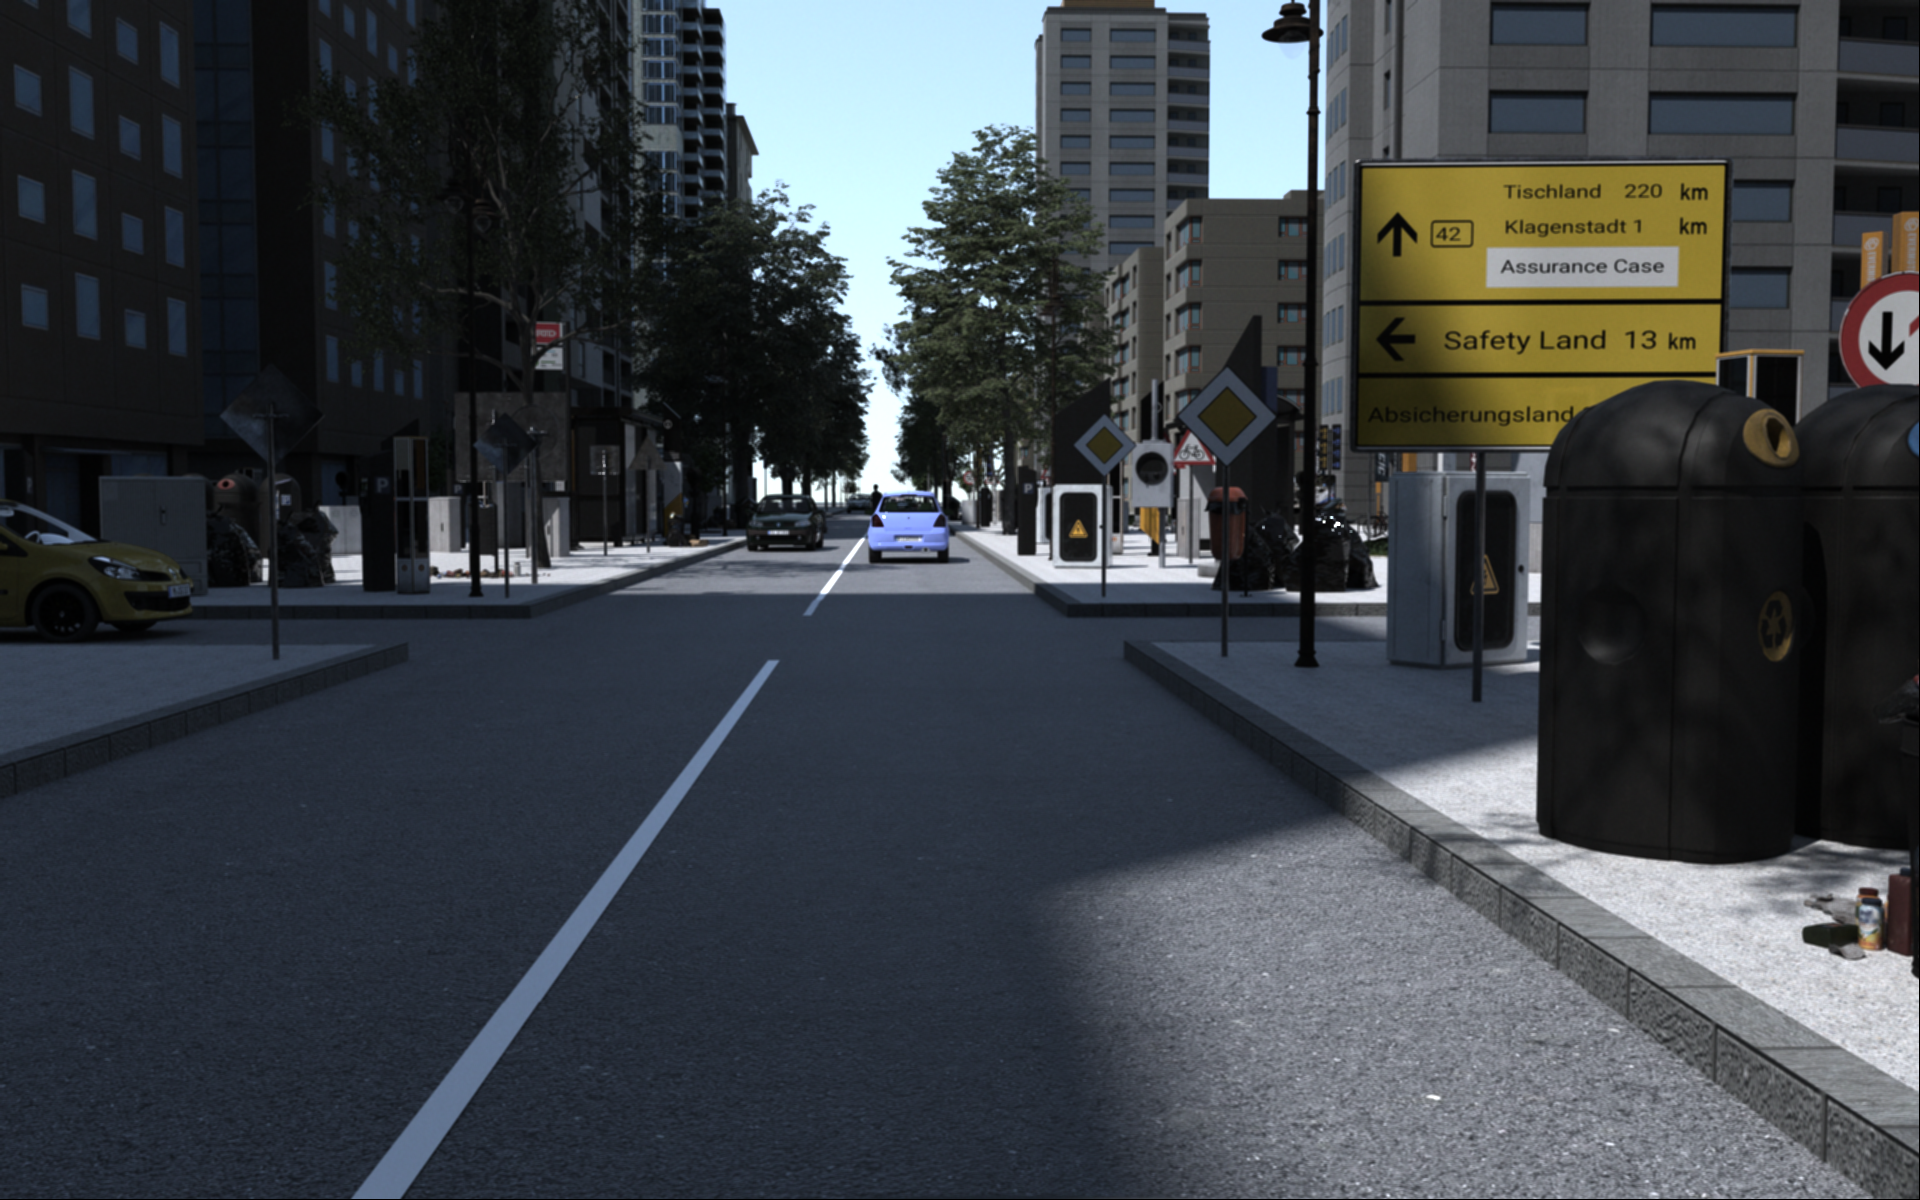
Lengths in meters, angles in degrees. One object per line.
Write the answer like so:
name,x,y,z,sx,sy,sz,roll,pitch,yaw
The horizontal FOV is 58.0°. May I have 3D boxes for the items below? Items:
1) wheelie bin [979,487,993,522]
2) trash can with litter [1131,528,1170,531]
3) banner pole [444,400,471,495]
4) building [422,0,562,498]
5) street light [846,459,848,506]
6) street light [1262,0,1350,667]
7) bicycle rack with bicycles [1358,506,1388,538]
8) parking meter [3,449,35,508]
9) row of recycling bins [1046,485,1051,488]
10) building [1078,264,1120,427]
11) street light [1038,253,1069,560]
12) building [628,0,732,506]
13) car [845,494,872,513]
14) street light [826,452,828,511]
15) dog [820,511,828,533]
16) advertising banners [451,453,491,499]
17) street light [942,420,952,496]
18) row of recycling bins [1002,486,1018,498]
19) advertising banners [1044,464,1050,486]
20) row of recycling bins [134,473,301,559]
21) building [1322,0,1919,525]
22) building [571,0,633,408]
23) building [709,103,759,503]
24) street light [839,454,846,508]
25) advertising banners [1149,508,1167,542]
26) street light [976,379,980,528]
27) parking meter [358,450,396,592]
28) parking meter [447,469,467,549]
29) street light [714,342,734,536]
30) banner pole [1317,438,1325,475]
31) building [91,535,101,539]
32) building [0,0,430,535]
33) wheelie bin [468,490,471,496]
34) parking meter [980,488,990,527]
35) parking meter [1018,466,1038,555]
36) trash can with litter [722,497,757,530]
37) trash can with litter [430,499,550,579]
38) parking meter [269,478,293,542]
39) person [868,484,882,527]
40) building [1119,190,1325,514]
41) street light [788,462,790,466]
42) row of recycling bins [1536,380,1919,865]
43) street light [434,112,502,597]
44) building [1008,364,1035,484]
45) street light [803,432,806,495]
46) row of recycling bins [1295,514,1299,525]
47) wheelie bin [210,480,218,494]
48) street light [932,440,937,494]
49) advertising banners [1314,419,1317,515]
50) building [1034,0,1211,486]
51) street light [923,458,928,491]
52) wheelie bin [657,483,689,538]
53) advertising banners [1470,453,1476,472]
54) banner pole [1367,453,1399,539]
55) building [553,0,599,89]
wheelie bin,1.216,-4.382,79.550,0.693,1.594,0.980,1,4,14
trash can with litter,6.894,-3.066,61.191,1.678,1.210,2.233,1,4,21
banner pole,-13.424,-3.429,46.077,0.863,3.779,0.401,1,4,12
building,-28.461,-19.269,86.750,14.160,30.474,14.107,0,4,-2
street light,-11.862,-12.743,181.138,0.468,5.910,1.993,0,4,-2
street light,2.583,-2.443,12.724,0.468,5.910,1.993,0,4,-2
bicycle rack with bicycles,13.241,-2.354,51.865,2.925,0.926,2.852,0,4,-2
parking meter,-12.320,-1.040,22.713,0.255,1.863,0.399,-1,4,-11
row of recycling bins,3.868,-4.588,82.120,1.069,1.692,3.534,1,4,15
building,25.169,-18.359,145.208,27.650,21.520,28.899,0,4,-2
street light,1.803,-3.712,33.474,0.468,5.910,1.993,0,4,-2
building,-38.238,-54.671,206.549,22.319,86.520,31.000,0,4,-2
car,-7.618,-7.290,130.986,2.131,1.459,4.920,0,4,-2
street light,-9.979,-9.587,129.541,0.468,5.910,1.993,0,4,-2
dog,-5.121,-2.860,63.595,0.513,0.831,0.800,2,4,30
advertising banners,-20.773,-4.772,74.212,2.074,3.025,0.090,0,4,3
street light,-0.943,-8.400,110.121,0.468,5.910,1.993,0,4,-2
row of recycling bins,2.368,-4.175,75.378,1.069,1.692,3.534,0,4,-4
advertising banners,4.059,-5.815,91.268,0.090,3.025,2.074,-3,5,-40
row of recycling bins,-14.989,-1.691,34.763,3.534,1.692,1.069,0,4,0
building,26.516,-32.496,73.307,21.231,58.520,28.212,0,4,-2
building,-33.983,-42.435,132.072,20.563,71.187,20.611,0,4,-2
building,-42.650,-39.631,237.199,28.713,52.752,27.495,0,4,-2
street light,-11.063,-11.505,160.893,0.468,5.910,1.993,0,4,-2
advertising banners,5.134,-3.019,45.553,0.090,3.025,2.074,-1,4,-8
street light,0.677,-5.621,64.693,0.468,5.910,1.993,0,4,-2
parking meter,-7.674,-1.046,22.806,0.255,1.863,0.399,3,5,42
parking meter,-11.855,-2.146,40.806,0.399,1.863,0.255,-3,4,-37
street light,-7.179,-4.889,52.726,0.468,5.910,1.993,0,4,-2
banner pole,13.886,-4.754,67.743,0.863,3.779,0.401,2,4,27
building,-28.677,-23.968,41.989,14.600,45.320,14.200,0,4,-2
building,-28.856,-25.324,64.155,14.600,45.320,14.200,0,4,-2
wheelie bin,-18.534,-3.584,66.500,0.693,1.594,0.980,-1,4,-21
parking meter,0.987,-3.629,67.749,0.372,1.533,0.369,0,3,0
parking meter,1.418,-1.868,36.253,0.399,1.863,0.255,-1,4,-8
trash can with litter,-8.030,-3.133,62.618,0.624,1.170,1.055,3,5,44
trash can with litter,-7.674,-0.977,27.038,2.233,1.210,1.678,2,4,25
parking meter,-10.930,-1.192,27.898,0.372,1.533,0.369,0,3,0
person,-3.634,-4.017,73.963,0.659,1.850,0.755,-3,4,-38
building,26.521,-16.597,116.393,27.650,21.520,28.899,0,4,-2
street light,-8.370,-6.850,84.793,0.468,5.910,1.993,0,4,-2
row of recycling bins,3.929,0.034,6.564,3.534,1.692,1.069,0,4,-6
street light,-6.058,-2.980,21.506,0.468,5.910,1.993,0,4,-2
building,21.415,-24.324,242.734,27.650,21.520,28.899,0,4,-2
street light,-8.818,-7.659,98.014,0.468,5.910,1.993,0,4,-2
row of recycling bins,13.791,-3.976,72.119,3.534,1.692,1.069,3,5,42
wheelie bin,-17.163,-1.945,39.714,0.693,1.594,0.980,0,4,8
street light,-2.055,-10.309,141.341,0.468,5.910,1.993,0,4,-2
advertising banners,8.150,-2.671,39.857,0.090,3.025,2.074,1,4,15
building,19.718,-41.041,213.021,21.231,58.520,28.212,0,4,-2
street light,-4.055,-13.459,192.839,0.468,5.910,1.993,0,4,-2
wheelie bin,-8.489,-2.643,51.117,0.980,1.594,0.693,0,4,-4
advertising banners,17.359,-3.740,57.332,0.090,3.025,2.074,-1,4,-11
banner pole,10.496,-3.277,43.597,0.863,3.779,0.401,-2,4,-27
building,-37.834,-31.745,108.261,28.713,52.752,27.495,0,4,-2
